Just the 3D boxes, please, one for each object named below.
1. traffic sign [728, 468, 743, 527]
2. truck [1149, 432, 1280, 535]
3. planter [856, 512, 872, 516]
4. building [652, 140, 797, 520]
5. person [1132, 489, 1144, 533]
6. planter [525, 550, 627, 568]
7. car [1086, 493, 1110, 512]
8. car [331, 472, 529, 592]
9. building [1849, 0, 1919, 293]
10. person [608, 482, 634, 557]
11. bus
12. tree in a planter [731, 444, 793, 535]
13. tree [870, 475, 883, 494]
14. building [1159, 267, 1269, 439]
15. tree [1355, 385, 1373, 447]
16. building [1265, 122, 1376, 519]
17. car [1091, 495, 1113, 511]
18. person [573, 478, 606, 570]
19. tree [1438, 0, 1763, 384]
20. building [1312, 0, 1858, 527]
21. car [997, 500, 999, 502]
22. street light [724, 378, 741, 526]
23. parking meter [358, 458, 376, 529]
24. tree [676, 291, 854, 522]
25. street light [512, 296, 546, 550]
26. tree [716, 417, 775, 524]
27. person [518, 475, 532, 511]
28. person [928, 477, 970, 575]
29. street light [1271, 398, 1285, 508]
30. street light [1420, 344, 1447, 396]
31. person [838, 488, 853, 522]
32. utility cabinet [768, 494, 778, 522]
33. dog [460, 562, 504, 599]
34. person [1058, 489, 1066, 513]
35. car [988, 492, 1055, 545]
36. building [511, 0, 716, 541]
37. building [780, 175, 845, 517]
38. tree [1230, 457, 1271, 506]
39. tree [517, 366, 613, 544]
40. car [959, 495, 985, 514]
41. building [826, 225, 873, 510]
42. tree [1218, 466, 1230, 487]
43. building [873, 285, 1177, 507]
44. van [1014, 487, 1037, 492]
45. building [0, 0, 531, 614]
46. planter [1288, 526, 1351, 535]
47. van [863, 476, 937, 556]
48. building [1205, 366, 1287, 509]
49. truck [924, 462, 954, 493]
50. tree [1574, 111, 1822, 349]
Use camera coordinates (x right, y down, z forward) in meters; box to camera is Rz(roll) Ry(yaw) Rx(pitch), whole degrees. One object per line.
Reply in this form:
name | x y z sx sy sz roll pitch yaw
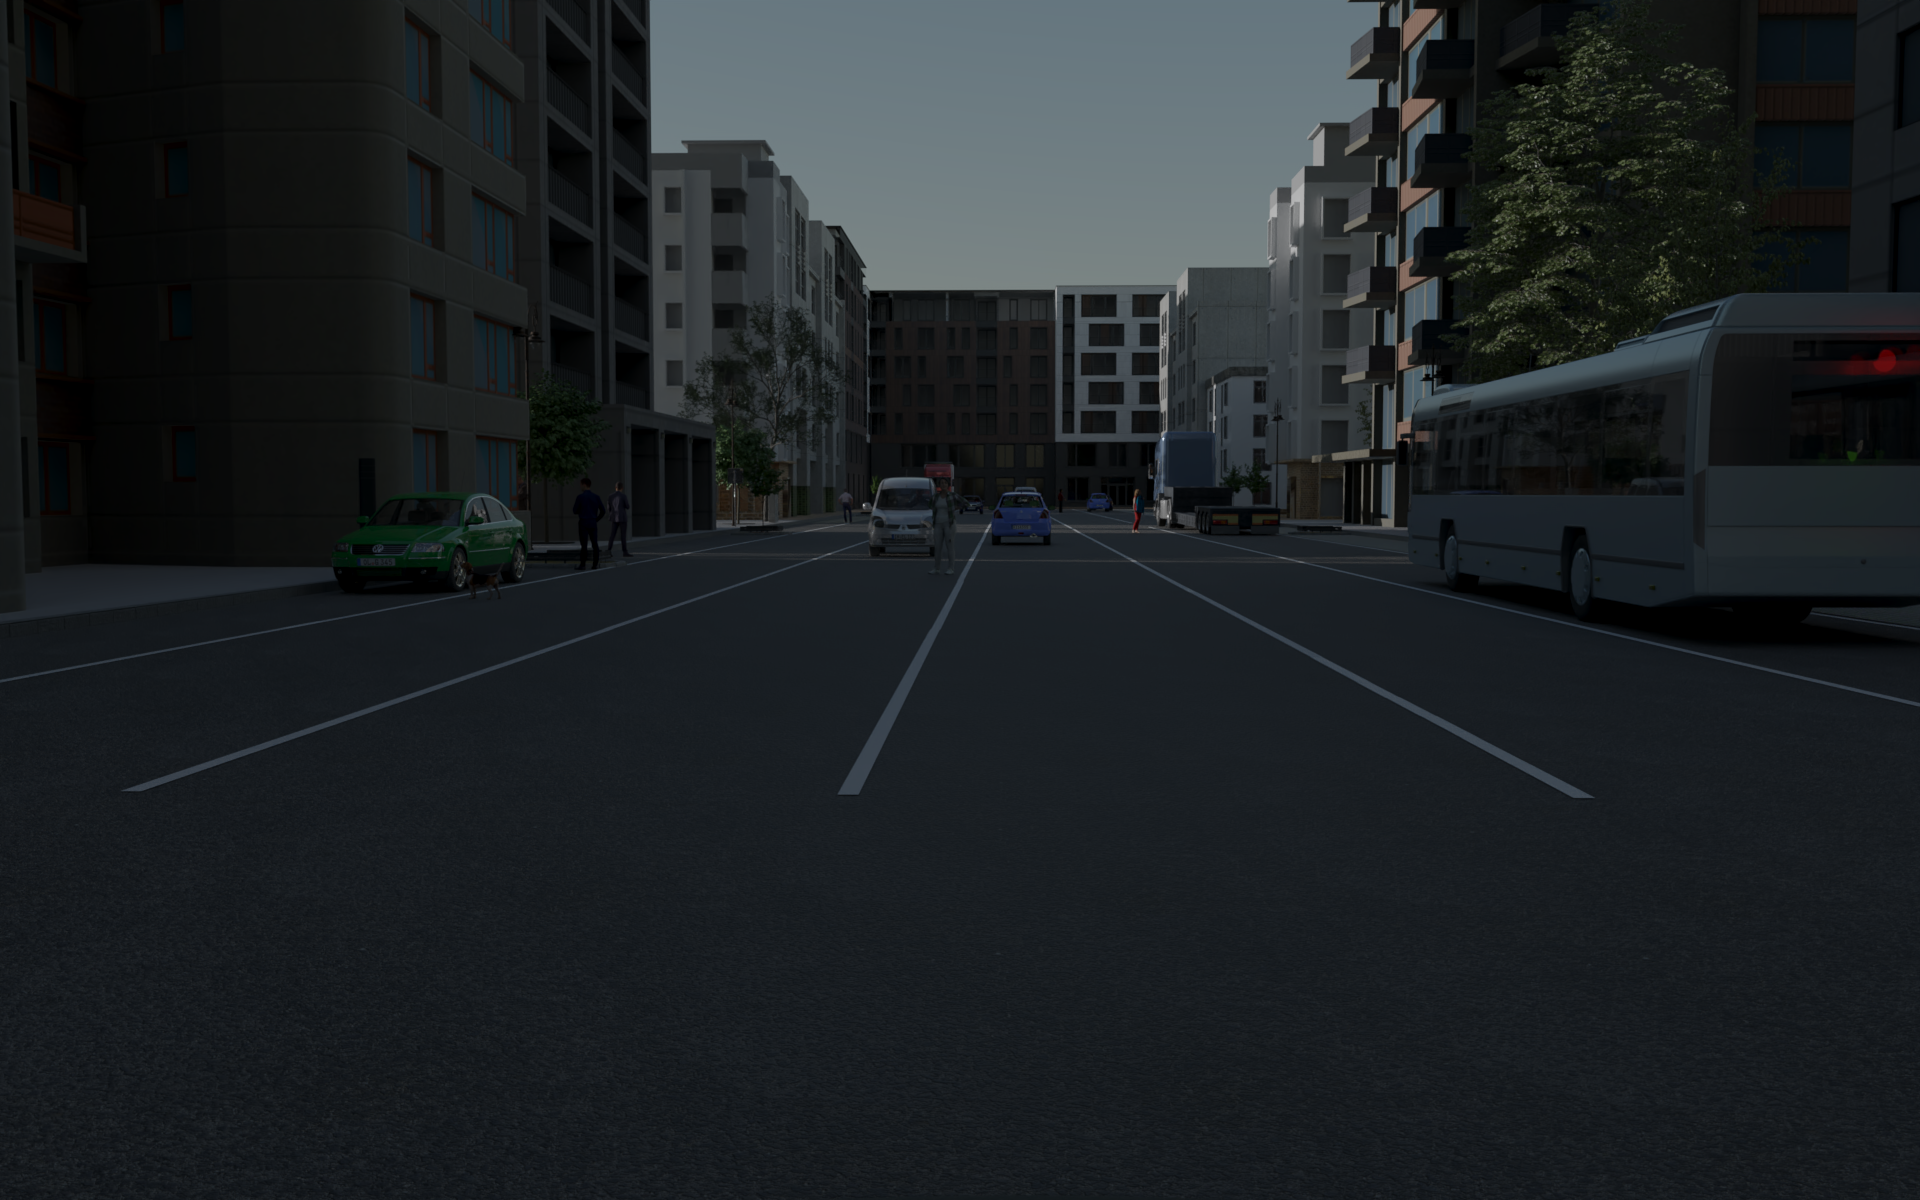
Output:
traffic sign | -8.847 -4.041 68.193 0.606 2.300 0.079 0 4 4
truck | 9.867 -4.844 68.965 2.967 4.110 18.799 0 4 0
planter | -5.640 -5.526 111.492 1.991 0.319 1.994 0 4 2
building | -17.010 -14.342 90.905 16.016 20.091 11.380 0 4 2
person | 6.566 -3.274 63.732 0.593 1.614 0.444 -2 4 -30
planter | -7.704 -0.809 34.364 1.991 0.319 1.994 0 4 2
car | 11.219 -8.016 140.656 1.945 1.707 3.694 0 4 1
car | -8.083 -1.095 26.700 1.959 1.807 4.718 0 4 3
building | 25.014 -35.405 17.127 20.611 71.187 20.563 0 4 2
person | -7.745 -1.832 39.368 0.541 1.710 0.530 2 4 30
bus | 8.309 -1.689 22.482 2.948 3.499 13.247 0 4 2
tree in a planter | -6.979 -3.914 61.209 1.991 3.239 1.994 0 4 2
tree | -7.869 -10.260 162.346 1.663 3.219 1.824 0 3 0
building | 26.320 -16.949 143.574 16.747 18.905 31.486 0 4 2
tree | 20.348 -8.012 81.355 4.737 8.622 4.395 0 3 0
building | 25.003 -14.530 93.979 16.016 20.091 11.380 0 4 2
car | 12.360 -8.457 150.849 1.945 1.354 3.894 0 4 0
person | -7.086 -1.446 32.855 0.504 1.737 0.576 3 4 37
tree | 14.765 -7.479 40.414 7.486 12.596 7.792 0 3 0
building | 26.238 -24.949 62.543 22.147 44.769 28.867 0 4 2
car | 3.400 -6.134 112.298 2.014 1.417 4.499 0 4 2
street light | -9.089 -5.905 69.330 0.468 5.910 1.993 0 4 2
parking meter | -9.694 -1.385 28.358 0.255 1.863 0.399 -1 4 -20
tree | -9.105 -8.926 80.346 8.767 10.594 7.601 0 4 -1
street light | -9.862 -4.082 39.535 0.468 5.910 1.993 0 4 2
tree | -9.419 -5.491 73.496 4.285 4.588 4.351 0 3 0
person | -10.624 -2.144 41.788 0.565 1.739 0.600 2 4 30
person | -0.263 -1.328 30.934 0.841 1.734 0.376 2 4 32
street light | 15.218 -6.747 83.093 0.468 5.910 1.993 0 4 2
street light | 14.554 -4.931 53.416 0.468 5.910 1.993 0 4 2
person | -5.690 -4.731 86.794 0.756 1.711 0.436 1 4 17
utility cabinet | -8.390 -4.225 77.762 0.318 1.500 1.173 0 4 1
dog | -6.519 -0.265 23.629 0.540 0.507 0.406 -2 4 -24
person | 7.747 -7.579 132.380 0.705 1.831 1.348 -1 4 -22
car | 1.772 -2.456 49.744 1.945 1.707 3.694 0 4 2
building | -19.049 -37.762 55.666 20.563 71.187 20.611 0 4 2
building | -17.284 -15.041 112.374 16.747 18.905 31.486 0 4 2
tree | 15.652 -5.921 91.405 1.663 3.219 1.824 0 3 0
tree | -10.657 -3.741 44.874 4.285 4.588 4.351 0 3 0
car | 0.810 -6.813 123.974 1.945 1.354 3.894 0 4 1
building | -24.978 -18.495 146.372 32.646 21.610 27.936 0 4 2
tree | 15.852 -6.479 100.530 1.663 3.219 1.824 0 3 0
building | 7.591 -20.783 183.777 32.646 21.610 27.936 0 4 2
van | 3.939 -5.957 104.404 2.013 2.044 4.112 0 4 2
building | -23.938 -10.983 24.607 27.650 21.520 28.899 0 4 2
planter | 12.641 -2.449 61.184 1.991 0.319 1.994 0 4 2
van | -1.265 -2.089 41.175 2.013 2.044 4.112 0 4 0
building | 22.288 -10.515 114.066 9.099 9.664 28.070 0 4 2
truck | -1.859 -10.024 152.806 2.839 4.237 11.283 0 4 1
tree | 13.964 -5.049 32.920 4.737 8.622 4.395 0 3 0
